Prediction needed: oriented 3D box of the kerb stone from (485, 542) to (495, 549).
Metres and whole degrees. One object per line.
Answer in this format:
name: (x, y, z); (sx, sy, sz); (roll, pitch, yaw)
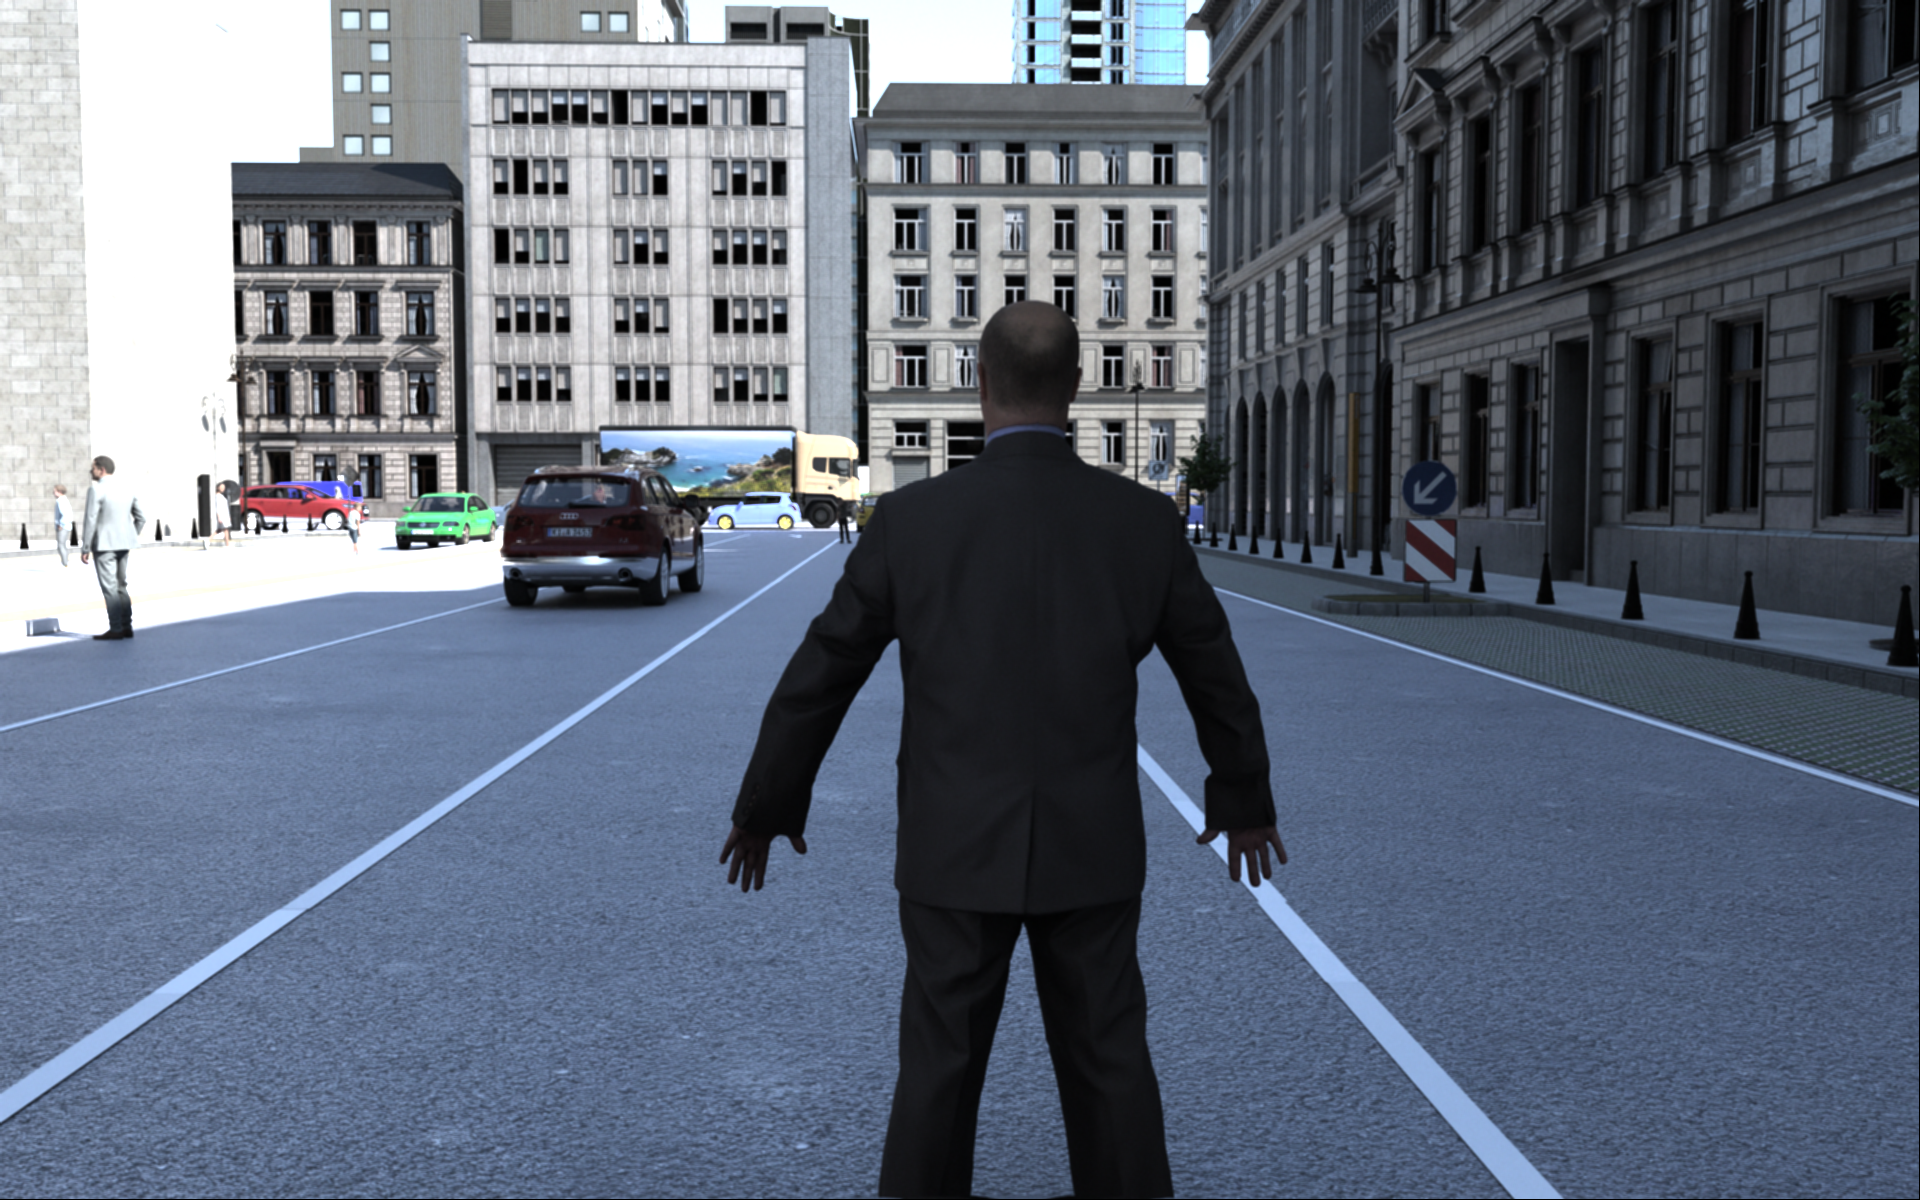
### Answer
kerb stone: (-12.410, -1.414, 45.317); (0.120, 0.150, 1.000); (0, 4, -2)

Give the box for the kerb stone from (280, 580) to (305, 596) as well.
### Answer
kerb stone: (-9.669, -0.162, 24.852); (0.120, 0.150, 1.000); (0, 4, -2)

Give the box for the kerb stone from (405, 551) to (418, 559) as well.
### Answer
kerb stone: (-12.191, -0.975, 38.135); (0.120, 0.150, 1.000); (0, 4, -2)

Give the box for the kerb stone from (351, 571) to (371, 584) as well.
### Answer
kerb stone: (-9.757, -0.347, 27.933); (0.120, 0.150, 1.000); (0, 4, -2)

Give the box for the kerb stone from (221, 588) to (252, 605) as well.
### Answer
kerb stone: (-9.608, -0.035, 22.801); (0.120, 0.150, 1.000); (0, 4, -2)

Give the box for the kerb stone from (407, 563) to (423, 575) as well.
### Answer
kerb stone: (-9.870, -0.540, 31.018); (0.120, 0.150, 1.000); (0, 4, -2)

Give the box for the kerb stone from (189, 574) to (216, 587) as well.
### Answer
kerb stone: (-11.829, -0.283, 26.820); (0.120, 0.150, 1.000); (0, 4, -2)

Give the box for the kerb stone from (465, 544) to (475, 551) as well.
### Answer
kerb stone: (-12.357, -1.288, 43.266); (0.120, 0.150, 1.000); (0, 4, -2)

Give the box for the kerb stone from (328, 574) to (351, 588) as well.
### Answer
kerb stone: (-9.725, -0.288, 26.903); (0.120, 0.150, 1.000); (0, 4, -2)

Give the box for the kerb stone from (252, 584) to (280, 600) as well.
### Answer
kerb stone: (-9.635, -0.095, 23.826); (0.120, 0.150, 1.000); (0, 4, -2)

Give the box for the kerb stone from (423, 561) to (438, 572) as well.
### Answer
kerb stone: (-9.893, -0.602, 32.044); (0.120, 0.150, 1.000); (0, 4, -2)

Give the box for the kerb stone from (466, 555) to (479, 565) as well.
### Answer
kerb stone: (-9.994, -0.791, 35.126); (0.120, 0.150, 1.000); (0, 4, -2)

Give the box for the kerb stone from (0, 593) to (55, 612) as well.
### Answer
kerb stone: (-11.663, 0.034, 21.667); (0.120, 0.150, 1.000); (0, 4, -2)

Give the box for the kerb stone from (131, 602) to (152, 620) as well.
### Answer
kerb stone: (-9.509, 0.160, 19.710); (0.120, 0.150, 1.000); (0, 4, -2)

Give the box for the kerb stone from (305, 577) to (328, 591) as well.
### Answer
kerb stone: (-9.709, -0.225, 25.877); (0.120, 0.150, 1.000); (0, 4, -2)

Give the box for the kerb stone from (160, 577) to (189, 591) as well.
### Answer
kerb stone: (-11.793, -0.220, 25.795); (0.120, 0.150, 1.000); (0, 4, -2)

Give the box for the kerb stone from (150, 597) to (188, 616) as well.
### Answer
kerb stone: (-9.543, 0.089, 20.735); (0.120, 0.150, 1.000); (0, 4, -2)

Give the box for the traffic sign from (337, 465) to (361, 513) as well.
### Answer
traffic sign: (-20.867, -3.398, 59.194); (0.795, 2.450, 0.064); (0, 4, -2)

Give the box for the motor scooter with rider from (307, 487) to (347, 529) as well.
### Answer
motor scooter with rider: (-25.613, -3.769, 70.591); (1.986, 1.779, 0.876); (0, 4, -3)

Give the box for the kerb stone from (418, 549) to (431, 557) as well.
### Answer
kerb stone: (-12.218, -1.038, 39.161); (0.120, 0.150, 1.000); (0, 4, -2)

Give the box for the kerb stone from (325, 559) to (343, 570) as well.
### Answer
kerb stone: (-12.028, -0.654, 32.993); (0.120, 0.150, 1.000); (0, 4, -2)

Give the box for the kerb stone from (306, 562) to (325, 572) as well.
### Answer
kerb stone: (-11.994, -0.598, 31.967); (0.120, 0.150, 1.000); (0, 4, -2)

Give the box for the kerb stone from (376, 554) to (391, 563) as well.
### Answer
kerb stone: (-12.124, -0.849, 36.078); (0.120, 0.150, 1.000); (0, 4, -2)

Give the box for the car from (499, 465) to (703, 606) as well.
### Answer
car: (-4.810, -0.925, 23.802); (2.281, 1.827, 5.304); (0, 4, 0)

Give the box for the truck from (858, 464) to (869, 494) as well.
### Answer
truck: (-9.244, -10.907, 167.239); (2.839, 4.237, 11.283); (0, 4, 0)

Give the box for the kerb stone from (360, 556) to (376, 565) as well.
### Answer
kerb stone: (-12.088, -0.784, 35.046); (0.120, 0.150, 1.000); (0, 4, -2)

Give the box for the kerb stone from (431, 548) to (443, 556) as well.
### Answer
kerb stone: (-12.252, -1.100, 40.186); (0.120, 0.150, 1.000); (0, 4, -2)

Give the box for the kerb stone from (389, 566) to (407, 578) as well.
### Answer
kerb stone: (-9.826, -0.477, 29.990); (0.120, 0.150, 1.000); (0, 4, -2)

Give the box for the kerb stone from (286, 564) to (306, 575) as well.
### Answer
kerb stone: (-11.969, -0.535, 30.942); (0.120, 0.150, 1.000); (0, 4, -2)

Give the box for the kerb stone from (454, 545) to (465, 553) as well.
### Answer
kerb stone: (-12.312, -1.224, 42.237); (0.120, 0.150, 1.000); (0, 4, -2)

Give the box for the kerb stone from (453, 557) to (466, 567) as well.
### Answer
kerb stone: (-9.960, -0.723, 34.101); (0.120, 0.150, 1.000); (0, 4, -2)

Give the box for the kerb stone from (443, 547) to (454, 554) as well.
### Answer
kerb stone: (-12.281, -1.163, 41.212); (0.120, 0.150, 1.000); (0, 4, -2)

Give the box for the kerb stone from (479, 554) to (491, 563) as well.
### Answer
kerb stone: (-10.027, -0.852, 36.161); (0.120, 0.150, 1.000); (0, 4, -2)

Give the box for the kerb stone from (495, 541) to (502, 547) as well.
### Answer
kerb stone: (-12.448, -1.477, 46.342); (0.120, 0.150, 1.000); (0, 4, -2)

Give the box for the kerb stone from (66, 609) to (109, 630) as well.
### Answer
kerb stone: (-9.466, 0.217, 18.679); (0.120, 0.150, 1.000); (0, 4, -2)

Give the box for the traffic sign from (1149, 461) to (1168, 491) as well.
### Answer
traffic sign: (6.044, -3.099, 52.791); (0.606, 2.300, 0.079); (0, 4, 4)

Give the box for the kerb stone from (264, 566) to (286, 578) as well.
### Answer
kerb stone: (-11.931, -0.472, 29.916); (0.120, 0.150, 1.000); (0, 4, -2)

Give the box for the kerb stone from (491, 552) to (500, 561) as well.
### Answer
kerb stone: (-10.061, -0.912, 37.190); (0.120, 0.150, 1.000); (0, 4, -2)

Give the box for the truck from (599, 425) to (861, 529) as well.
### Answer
truck: (-9.134, -5.085, 72.057); (11.283, 4.237, 2.839); (0, 4, -1)

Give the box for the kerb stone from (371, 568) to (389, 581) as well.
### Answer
kerb stone: (-9.800, -0.414, 28.957); (0.120, 0.150, 1.000); (0, 4, -2)

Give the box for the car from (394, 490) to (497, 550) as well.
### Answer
car: (-13.619, -2.275, 45.985); (1.959, 1.807, 4.718); (0, 4, -1)

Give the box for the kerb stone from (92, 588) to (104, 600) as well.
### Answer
kerb stone: (-11.738, -0.093, 23.724); (0.120, 0.150, 1.000); (0, 4, -2)

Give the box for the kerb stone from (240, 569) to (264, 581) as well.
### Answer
kerb stone: (-11.894, -0.402, 28.887); (0.120, 0.150, 1.000); (0, 4, -2)

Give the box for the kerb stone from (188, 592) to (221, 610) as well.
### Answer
kerb stone: (-9.574, 0.030, 21.760); (0.120, 0.150, 1.000); (0, 4, -2)

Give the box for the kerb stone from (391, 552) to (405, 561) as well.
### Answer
kerb stone: (-12.156, -0.911, 37.108); (0.120, 0.150, 1.000); (0, 4, -2)

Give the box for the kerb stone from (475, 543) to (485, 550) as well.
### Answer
kerb stone: (-12.385, -1.351, 44.291); (0.120, 0.150, 1.000); (0, 4, -2)

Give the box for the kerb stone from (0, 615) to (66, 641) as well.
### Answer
kerb stone: (-9.444, 0.279, 17.653); (0.120, 0.150, 1.000); (0, 4, -2)

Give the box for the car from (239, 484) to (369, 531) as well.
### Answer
car: (-26.113, -3.657, 68.457); (5.304, 1.827, 2.281); (0, 4, -2)

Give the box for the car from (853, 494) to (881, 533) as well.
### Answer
car: (-3.066, -3.399, 65.800); (2.015, 1.641, 3.980); (0, 4, -2)

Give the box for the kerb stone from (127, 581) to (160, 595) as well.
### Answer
kerb stone: (-11.761, -0.157, 24.770); (0.120, 0.150, 1.000); (0, 4, -2)

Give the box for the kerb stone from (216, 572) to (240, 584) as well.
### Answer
kerb stone: (-11.870, -0.347, 27.861); (0.120, 0.150, 1.000); (0, 4, -2)

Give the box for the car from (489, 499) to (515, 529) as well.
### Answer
car: (-17.492, -3.541, 69.894); (4.499, 1.417, 2.014); (0, 4, -4)

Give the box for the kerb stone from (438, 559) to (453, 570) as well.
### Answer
kerb stone: (-9.931, -0.665, 33.074); (0.120, 0.150, 1.000); (0, 4, -2)

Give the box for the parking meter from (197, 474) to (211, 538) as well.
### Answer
parking meter: (-22.356, -2.784, 51.233); (0.255, 1.863, 0.399); (-3, 5, -42)

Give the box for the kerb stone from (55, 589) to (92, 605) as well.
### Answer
kerb stone: (-11.705, -0.031, 22.699); (0.120, 0.150, 1.000); (0, 4, -2)

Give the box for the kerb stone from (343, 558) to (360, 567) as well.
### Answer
kerb stone: (-12.061, -0.723, 34.020); (0.120, 0.150, 1.000); (0, 4, -2)
